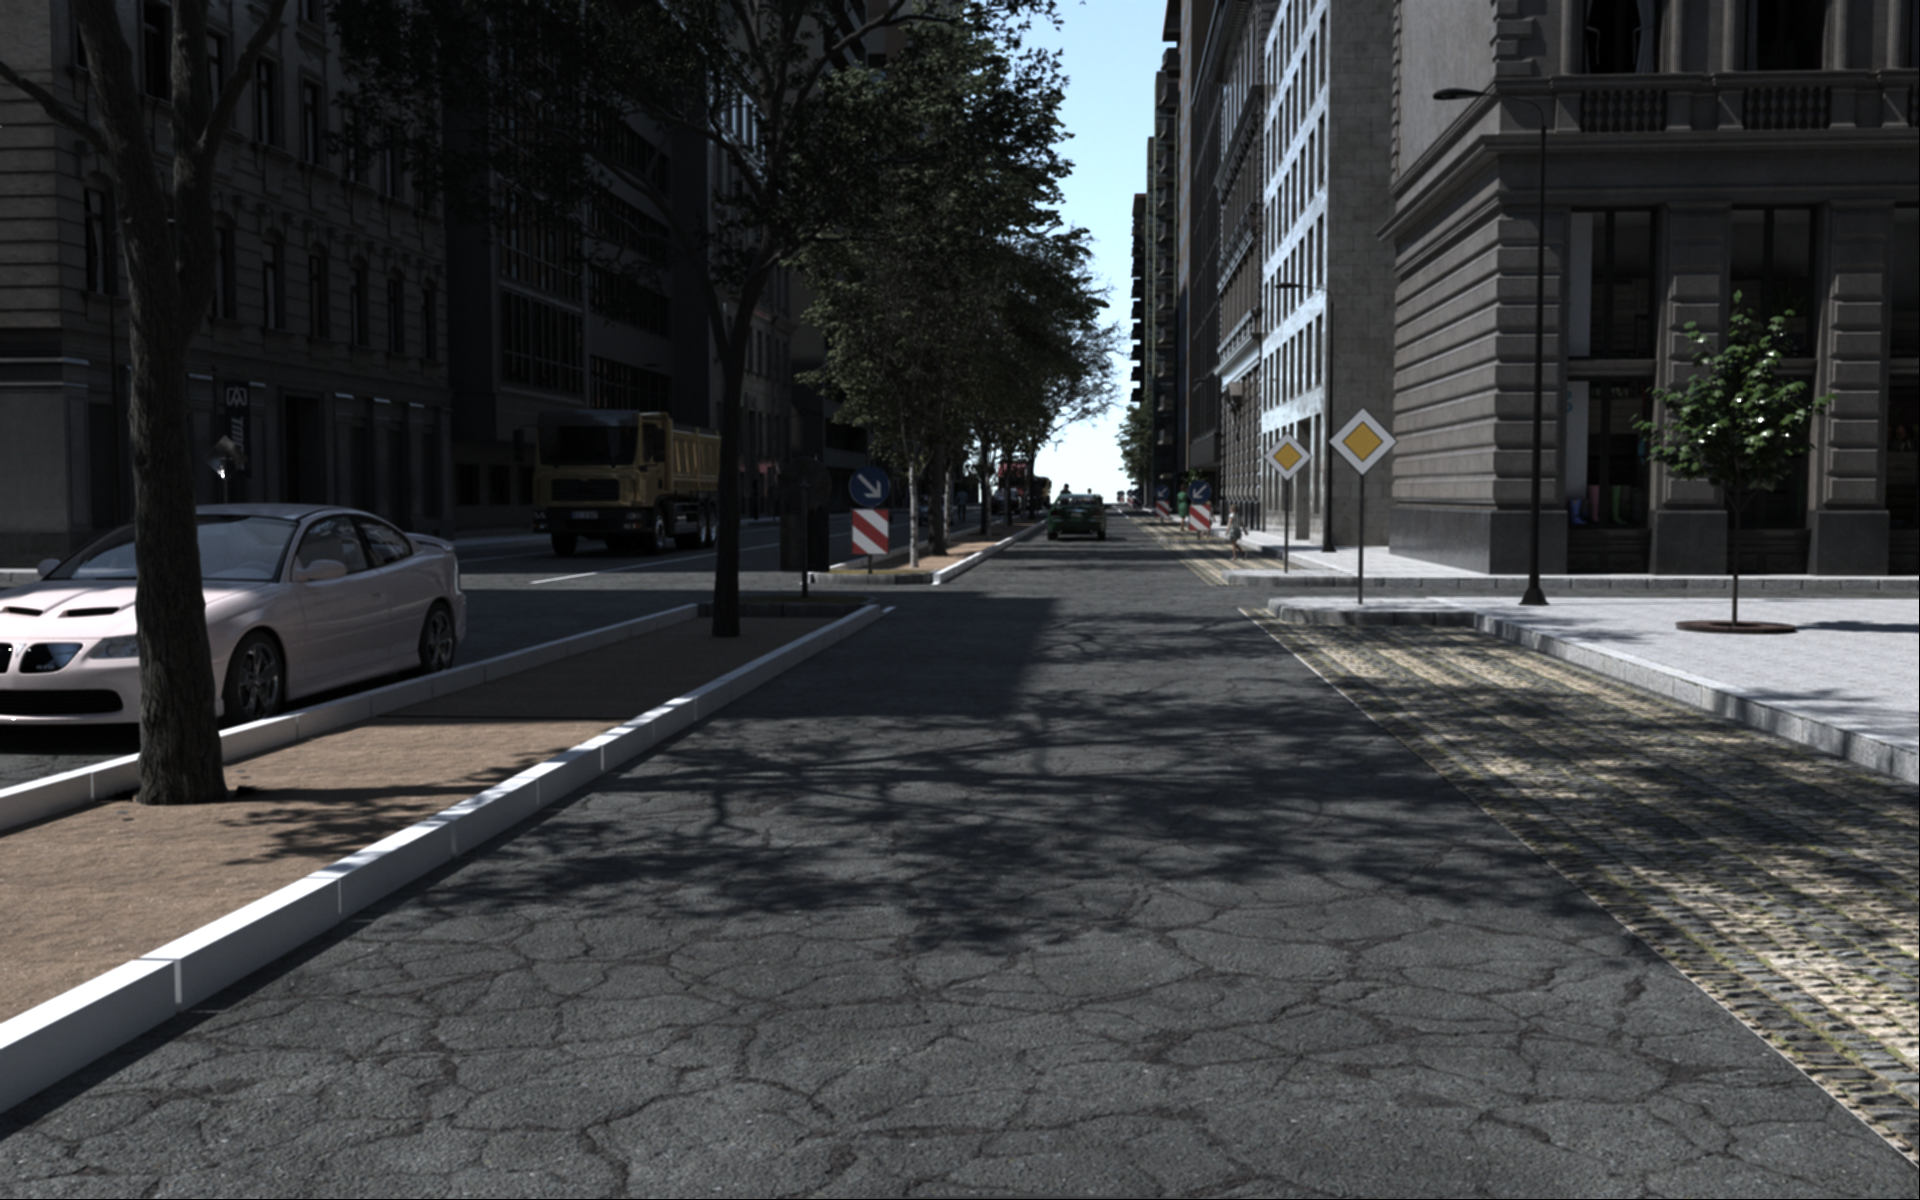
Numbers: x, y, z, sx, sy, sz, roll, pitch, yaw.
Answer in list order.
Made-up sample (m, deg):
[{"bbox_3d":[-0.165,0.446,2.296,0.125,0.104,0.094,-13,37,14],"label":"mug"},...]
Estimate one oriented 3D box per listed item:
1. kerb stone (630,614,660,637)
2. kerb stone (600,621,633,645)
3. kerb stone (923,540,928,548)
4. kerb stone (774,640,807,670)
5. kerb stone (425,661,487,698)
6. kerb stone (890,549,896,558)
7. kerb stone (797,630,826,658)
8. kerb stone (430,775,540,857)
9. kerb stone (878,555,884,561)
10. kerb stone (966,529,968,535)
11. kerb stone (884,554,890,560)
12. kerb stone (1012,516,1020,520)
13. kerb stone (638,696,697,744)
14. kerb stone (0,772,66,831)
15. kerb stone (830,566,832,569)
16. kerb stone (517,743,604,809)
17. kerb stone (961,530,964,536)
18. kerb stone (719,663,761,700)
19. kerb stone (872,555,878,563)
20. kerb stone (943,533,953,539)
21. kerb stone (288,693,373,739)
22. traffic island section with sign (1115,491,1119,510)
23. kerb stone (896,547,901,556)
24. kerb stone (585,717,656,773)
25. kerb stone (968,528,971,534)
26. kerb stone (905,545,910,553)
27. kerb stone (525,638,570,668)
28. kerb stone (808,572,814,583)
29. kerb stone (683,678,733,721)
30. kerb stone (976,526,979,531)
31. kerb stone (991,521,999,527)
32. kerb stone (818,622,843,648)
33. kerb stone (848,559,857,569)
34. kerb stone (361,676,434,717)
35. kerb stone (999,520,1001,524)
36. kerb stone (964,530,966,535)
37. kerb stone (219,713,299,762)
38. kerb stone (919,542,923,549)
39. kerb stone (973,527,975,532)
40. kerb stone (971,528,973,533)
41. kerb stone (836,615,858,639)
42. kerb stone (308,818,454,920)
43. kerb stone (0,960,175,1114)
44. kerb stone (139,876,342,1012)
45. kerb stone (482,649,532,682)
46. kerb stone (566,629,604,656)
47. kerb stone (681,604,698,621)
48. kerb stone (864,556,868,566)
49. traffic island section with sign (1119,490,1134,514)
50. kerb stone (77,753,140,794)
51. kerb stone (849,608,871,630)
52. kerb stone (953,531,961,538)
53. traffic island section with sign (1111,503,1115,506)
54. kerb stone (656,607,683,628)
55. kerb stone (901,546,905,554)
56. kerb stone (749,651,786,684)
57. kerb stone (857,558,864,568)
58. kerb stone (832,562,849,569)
[{"bbox_3d":[-3.281,0.275,17.697,0.120,0.150,1.000,0,4,5],"label":"kerb stone"},{"bbox_3d":[-3.371,0.339,16.679,0.120,0.150,1.000,0,4,5],"label":"kerb stone"},{"bbox_3d":[-0.954,-1.505,46.831,0.120,0.150,1.000,0,4,5],"label":"kerb stone"},{"bbox_3d":[-1.444,0.473,14.469,0.120,0.150,1.000,0,4,5],"label":"kerb stone"},{"bbox_3d":[-3.695,0.587,12.591,0.120,0.150,1.000,0,4,5],"label":"kerb stone"},{"bbox_3d":[-1.613,-1.006,38.649,0.120,0.150,1.000,0,4,5],"label":"kerb stone"},{"bbox_3d":[-1.360,0.410,15.493,0.120,0.150,1.000,0,4,5],"label":"kerb stone"},{"bbox_3d":[-2.006,0.909,7.327,0.120,0.150,1.000,0,4,5],"label":"kerb stone"},{"bbox_3d":[-1.778,-0.879,36.607,0.120,0.150,1.000,0,4,5],"label":"kerb stone"},{"bbox_3d":[0.100,-2.319,60.119,0.120,0.150,1.000,0,4,5],"label":"kerb stone"},{"bbox_3d":[-1.696,-0.944,37.625,0.120,0.150,1.000,0,4,5],"label":"kerb stone"},{"bbox_3d":[3.206,-4.695,98.951,0.120,0.150,1.000,0,4,5],"label":"kerb stone"},{"bbox_3d":[-1.767,0.722,10.385,0.120,0.150,1.000,0,4,5],"label":"kerb stone"},{"bbox_3d":[-4.104,0.900,7.489,0.120,0.150,1.000,0,4,5],"label":"kerb stone"},{"bbox_3d":[-2.347,-0.442,29.422,0.120,0.150,1.000,0,4,5],"label":"kerb stone"},{"bbox_3d":[-1.930,0.847,8.346,0.120,0.150,1.000,0,4,5],"label":"kerb stone"},{"bbox_3d":[-0.060,-2.195,58.081,0.120,0.150,1.000,0,4,5],"label":"kerb stone"},{"bbox_3d":[-1.600,0.597,12.427,0.120,0.150,1.000,0,4,5],"label":"kerb stone"},{"bbox_3d":[-1.853,-0.819,35.581,0.120,0.150,1.000,0,4,5],"label":"kerb stone"},{"bbox_3d":[-0.386,-1.942,53.985,0.120,0.150,1.000,0,4,5],"label":"kerb stone"},{"bbox_3d":[-3.861,0.714,10.550,0.120,0.150,1.000,0,4,5],"label":"kerb stone"},{"bbox_3d":[15.085,-8.924,154.537,1.989,1.847,2.006,0,4,5],"label":"traffic island section with sign"},{"bbox_3d":[-1.527,-1.069,39.674,0.120,0.150,1.000,0,4,5],"label":"kerb stone"},{"bbox_3d":[-1.845,0.785,9.366,0.120,0.150,1.000,0,4,5],"label":"kerb stone"},{"bbox_3d":[0.192,-2.382,61.142,0.120,0.150,1.000,0,4,5],"label":"kerb stone"},{"bbox_3d":[-1.368,-1.194,41.730,0.120,0.150,1.000,0,4,5],"label":"kerb stone"},{"bbox_3d":[-3.532,0.463,14.632,0.120,0.150,1.000,0,4,5],"label":"kerb stone"},{"bbox_3d":[-2.433,-0.379,28.400,0.120,0.150,1.000,0,4,5],"label":"kerb stone"},{"bbox_3d":[-1.680,0.662,11.408,0.120,0.150,1.000,0,4,5],"label":"kerb stone"},{"bbox_3d":[0.513,-2.631,65.232,0.120,0.150,1.000,0,4,5],"label":"kerb stone"},{"bbox_3d":[1.567,-3.445,78.513,0.120,0.150,1.000,0,4,5],"label":"kerb stone"},{"bbox_3d":[-1.273,0.348,16.511,0.120,0.150,1.000,0,4,5],"label":"kerb stone"},{"bbox_3d":[-2.107,-0.630,32.506,0.120,0.150,1.000,0,4,5],"label":"kerb stone"},{"bbox_3d":[-3.779,0.650,11.569,0.120,0.150,1.000,0,4,5],"label":"kerb stone"},{"bbox_3d":[1.660,-3.507,79.540,0.120,0.150,1.000,0,4,5],"label":"kerb stone"},{"bbox_3d":[0.015,-2.257,59.100,0.120,0.150,1.000,0,4,5],"label":"kerb stone"},{"bbox_3d":[-3.939,0.775,9.527,0.120,0.150,1.000,0,4,5],"label":"kerb stone"},{"bbox_3d":[-1.123,-1.382,44.786,0.120,0.150,1.000,0,4,5],"label":"kerb stone"},{"bbox_3d":[0.346,-2.508,63.195,0.120,0.150,1.000,0,4,5],"label":"kerb stone"},{"bbox_3d":[0.272,-2.445,62.173,0.120,0.150,1.000,0,4,5],"label":"kerb stone"},{"bbox_3d":[-1.184,0.286,17.541,0.120,0.150,1.000,0,4,5],"label":"kerb stone"},{"bbox_3d":[-2.097,0.973,6.306,0.120,0.150,1.000,0,4,5],"label":"kerb stone"},{"bbox_3d":[-2.257,1.097,4.268,0.120,0.150,1.000,0,4,5],"label":"kerb stone"},{"bbox_3d":[-2.172,1.034,5.287,0.120,0.150,1.000,0,4,5],"label":"kerb stone"},{"bbox_3d":[-3.608,0.527,13.609,0.120,0.150,1.000,0,4,5],"label":"kerb stone"},{"bbox_3d":[-3.447,0.400,15.654,0.120,0.150,1.000,0,4,5],"label":"kerb stone"},{"bbox_3d":[-3.127,0.152,19.745,0.120,0.150,1.000,0,4,5],"label":"kerb stone"},{"bbox_3d":[-1.935,-0.754,34.552,0.120,0.150,1.000,0,4,5],"label":"kerb stone"},{"bbox_3d":[12.939,-7.278,127.621,1.989,1.847,2.006,0,4,5],"label":"traffic island section with sign"},{"bbox_3d":[-4.026,0.840,8.508,0.120,0.150,1.000,0,4,5],"label":"kerb stone"},{"bbox_3d":[-1.111,0.222,18.561,0.120,0.150,1.000,0,4,5],"label":"kerb stone"},{"bbox_3d":[-0.144,-2.133,57.062,0.120,0.150,1.000,0,4,5],"label":"kerb stone"},{"bbox_3d":[19.522,-12.314,209.968,1.989,1.847,2.006,0,4,5],"label":"traffic island section with sign"},{"bbox_3d":[-3.199,0.212,18.725,0.120,0.150,1.000,0,4,5],"label":"kerb stone"},{"bbox_3d":[-1.456,-1.132,40.702,0.120,0.150,1.000,0,4,5],"label":"kerb stone"},{"bbox_3d":[-1.524,0.535,13.447,0.120,0.150,1.000,0,4,5],"label":"kerb stone"},{"bbox_3d":[-2.027,-0.693,33.528,0.120,0.150,1.000,0,4,5],"label":"kerb stone"},{"bbox_3d":[-2.191,-0.567,31.470,0.120,0.150,1.000,0,4,5],"label":"kerb stone"}]
